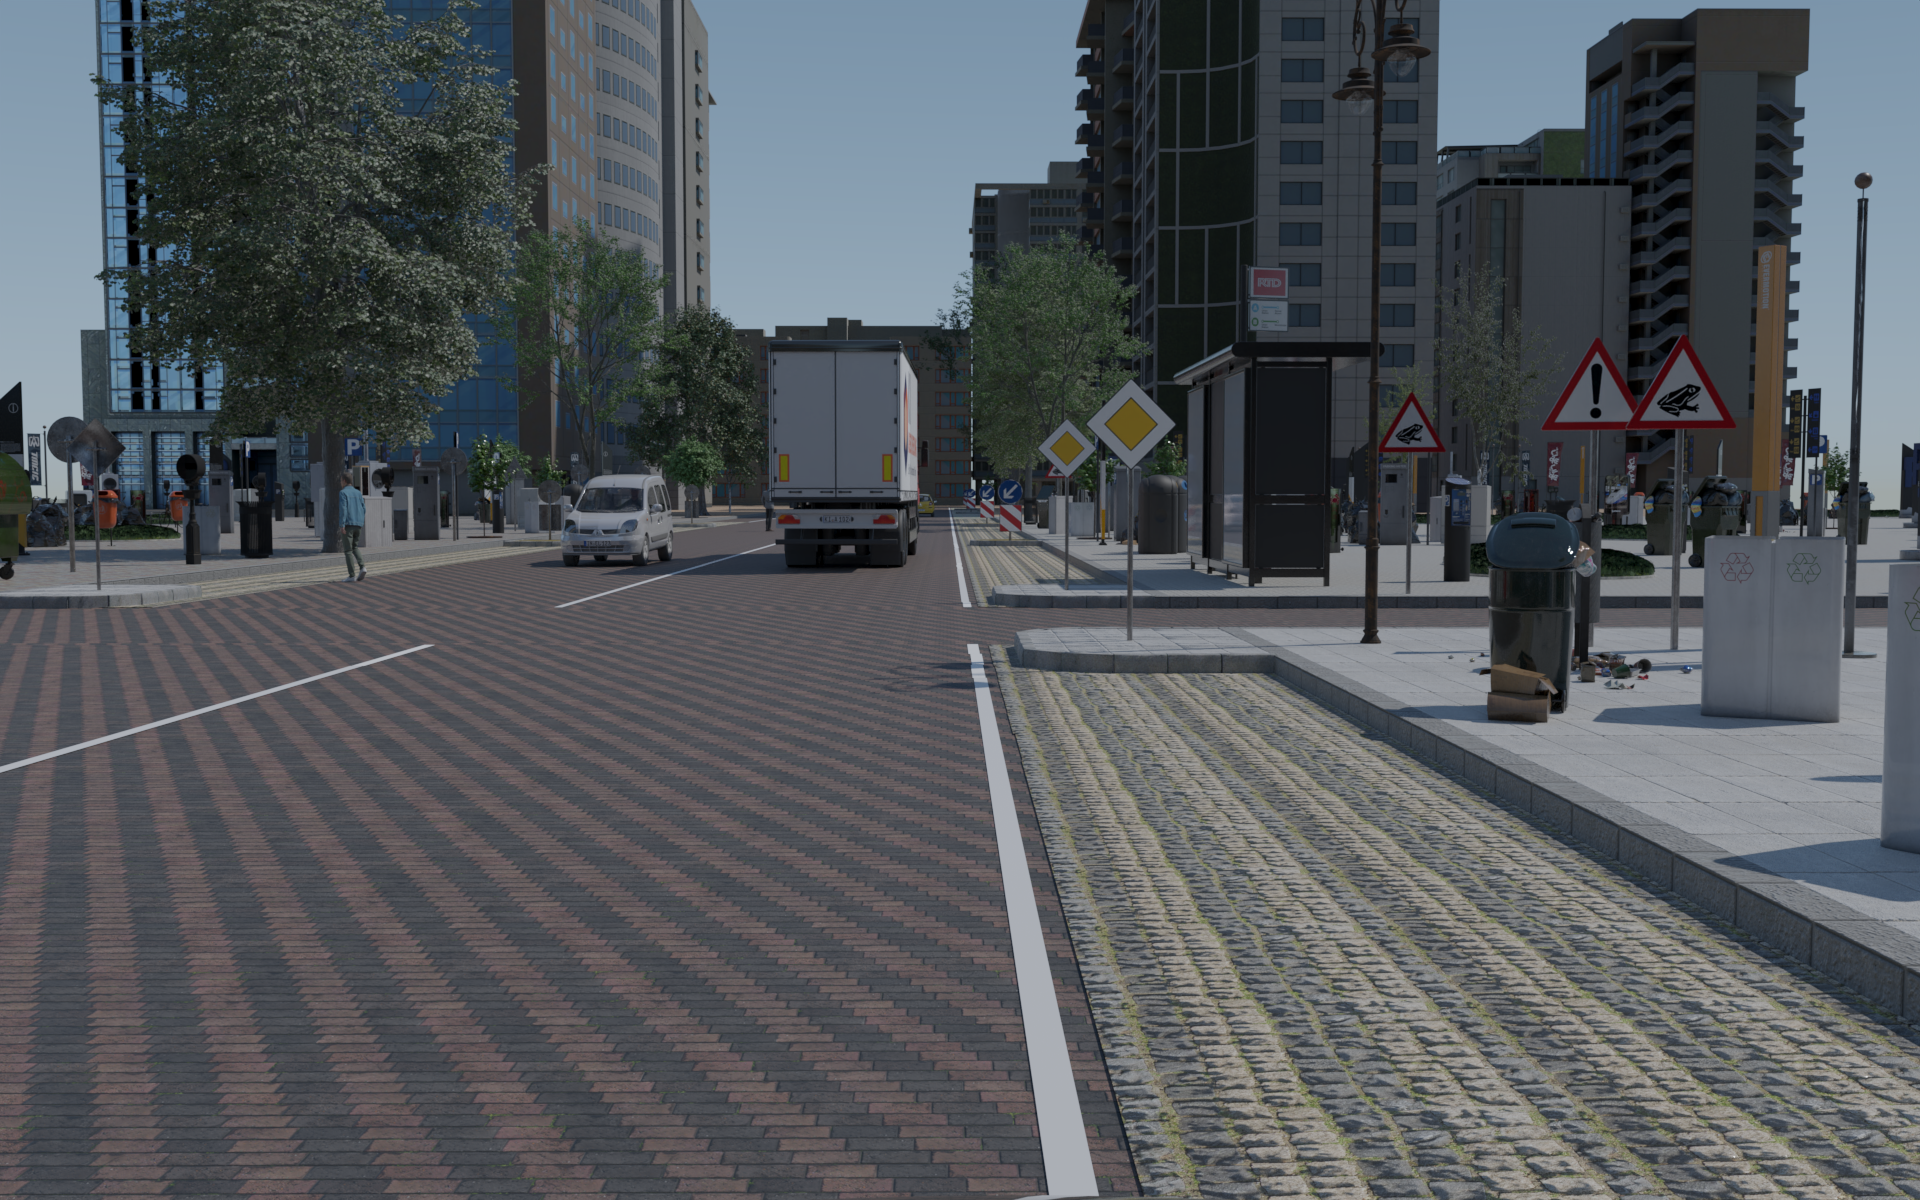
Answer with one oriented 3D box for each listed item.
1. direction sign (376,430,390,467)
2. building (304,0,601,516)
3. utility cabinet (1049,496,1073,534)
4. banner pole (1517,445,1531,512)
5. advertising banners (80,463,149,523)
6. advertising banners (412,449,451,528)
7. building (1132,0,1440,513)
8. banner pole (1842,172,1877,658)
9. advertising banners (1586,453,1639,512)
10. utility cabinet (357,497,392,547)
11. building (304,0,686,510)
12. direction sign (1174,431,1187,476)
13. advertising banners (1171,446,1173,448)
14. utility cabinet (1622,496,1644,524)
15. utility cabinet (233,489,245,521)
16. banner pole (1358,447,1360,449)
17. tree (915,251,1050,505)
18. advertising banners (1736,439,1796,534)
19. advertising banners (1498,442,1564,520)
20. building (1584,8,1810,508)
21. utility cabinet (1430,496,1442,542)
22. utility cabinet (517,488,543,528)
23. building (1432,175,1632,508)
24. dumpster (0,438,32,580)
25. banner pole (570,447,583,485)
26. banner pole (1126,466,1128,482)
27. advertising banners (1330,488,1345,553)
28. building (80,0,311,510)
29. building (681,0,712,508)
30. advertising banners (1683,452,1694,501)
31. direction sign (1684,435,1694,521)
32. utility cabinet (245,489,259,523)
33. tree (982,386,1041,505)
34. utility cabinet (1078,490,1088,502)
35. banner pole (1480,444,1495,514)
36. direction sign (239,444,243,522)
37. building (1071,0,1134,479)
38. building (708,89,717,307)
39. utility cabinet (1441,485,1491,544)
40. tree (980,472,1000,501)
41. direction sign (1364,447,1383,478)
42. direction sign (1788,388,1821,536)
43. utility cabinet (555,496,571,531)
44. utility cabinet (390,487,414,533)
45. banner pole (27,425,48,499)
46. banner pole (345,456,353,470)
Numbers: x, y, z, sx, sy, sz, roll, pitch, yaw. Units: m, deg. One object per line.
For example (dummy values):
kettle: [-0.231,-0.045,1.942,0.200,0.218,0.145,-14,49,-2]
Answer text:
direction sign: [-19.855,-4.130,59.515,0.379,3.537,0.876,-3,4,-37]
building: [-30.412,-27.846,105.392,14.600,45.320,14.200,0,4,0]
utility cabinet: [3.223,-2.714,55.535,0.306,1.237,1.020,2,4,35]
banner pole: [28.481,-5.973,87.677,0.401,3.779,0.863,-3,5,-39]
advertising banners: [-27.236,-3.639,55.681,2.074,3.025,0.090,-2,4,-32]
advertising banners: [-20.330,-4.305,66.578,2.074,3.025,0.090,2,4,32]
building: [21.723,-42.040,125.607,20.563,71.187,20.611,0,4,0]
banner pole: [6.926,-1.429,13.382,0.401,3.779,0.863,2,4,27]
advertising banners: [27.623,-4.719,73.351,2.074,3.025,0.090,1,4,15]
utility cabinet: [-14.235,-1.892,42.089,0.306,1.237,1.020,1,4,20]
building: [-32.902,-35.754,126.578,21.231,58.520,28.212,0,4,0]
direction sign: [8.116,-4.302,62.341,0.876,3.537,0.379,0,4,-2]
advertising banners: [7.276,-4.099,63.205,2.074,3.025,0.090,-2,4,-34]
utility cabinet: [24.200,-3.146,62.595,0.306,1.237,1.020,-2,4,-27]
utility cabinet: [-33.075,-4.355,79.880,1.173,1.500,0.318,3,4,38]
banner pole: [21.523,-6.281,92.705,0.863,3.779,0.401,-2,4,-25]
tree: [2.547,-17.261,138.102,12.611,20.169,13.585,0,3,0]
advertising banners: [25.752,-3.628,55.512,2.074,3.025,0.090,3,5,43]
advertising banners: [19.282,-3.813,58.527,2.074,3.025,0.090,2,4,27]
building: [66.547,-31.102,158.627,14.200,45.320,14.600,0,4,0]
utility cabinet: [12.969,-2.179,46.793,0.306,1.237,1.020,0,4,-1]
utility cabinet: [-15.933,-3.398,64.243,1.173,1.500,0.318,3,4,37]
building: [52.383,-23.778,160.469,14.107,30.474,14.160,0,4,0]
dumpster: [-14.653,-1.378,25.030,1.502,2.255,1.985,0,4,0]
banner pole: [-20.013,-6.161,90.745,0.863,3.779,0.401,-2,4,-34]
banner pole: [4.493,-3.417,45.884,0.401,3.779,0.863,1,4,18]
advertising banners: [7.533,-2.501,37.087,2.074,3.025,0.090,-3,4,-38]
building: [-60.685,-51.347,152.187,31.000,86.520,22.319,0,4,0]
building: [-34.358,-32.499,155.062,21.600,48.544,21.300,0,4,0]
advertising banners: [30.186,-4.633,71.930,0.090,3.025,2.074,1,4,9]
direction sign: [28.172,-4.589,67.019,0.379,3.537,0.876,0,4,3]
utility cabinet: [-29.420,-3.880,72.114,0.318,1.500,1.173,-2,4,-29]
tree: [3.384,-9.691,108.809,4.737,8.622,4.395,0,3,0]
utility cabinet: [7.075,-5.352,96.177,1.173,1.500,0.318,3,5,44]
banner pole: [26.510,-5.930,86.977,0.863,3.779,0.401,1,4,19]
direction sign: [-32.465,-5.278,78.293,0.379,3.537,0.876,-2,4,-28]
building: [21.449,-30.366,151.104,22.147,44.769,28.867,0,4,0]
building: [-41.748,-37.526,202.792,27.495,52.752,28.713,0,4,0]
utility cabinet: [12.760,-2.140,43.673,1.173,1.500,0.318,3,4,37]
tree: [2.407,-9.527,150.365,1.663,3.219,1.824,0,3,0]
direction sign: [19.783,-5.556,82.842,0.876,3.537,0.379,2,4,27]
direction sign: [18.197,-2.776,37.378,0.379,3.537,0.876,-1,4,-16]
utility cabinet: [-14.050,-3.046,60.960,0.306,1.237,1.020,-3,4,-38]
utility cabinet: [-18.336,-2.904,56.165,1.173,1.500,0.318,1,4,13]
banner pole: [-33.452,-4.461,62.954,0.401,3.779,0.863,3,4,36]
banner pole: [-31.833,-6.120,90.077,0.863,3.779,0.401,-2,4,-23]
